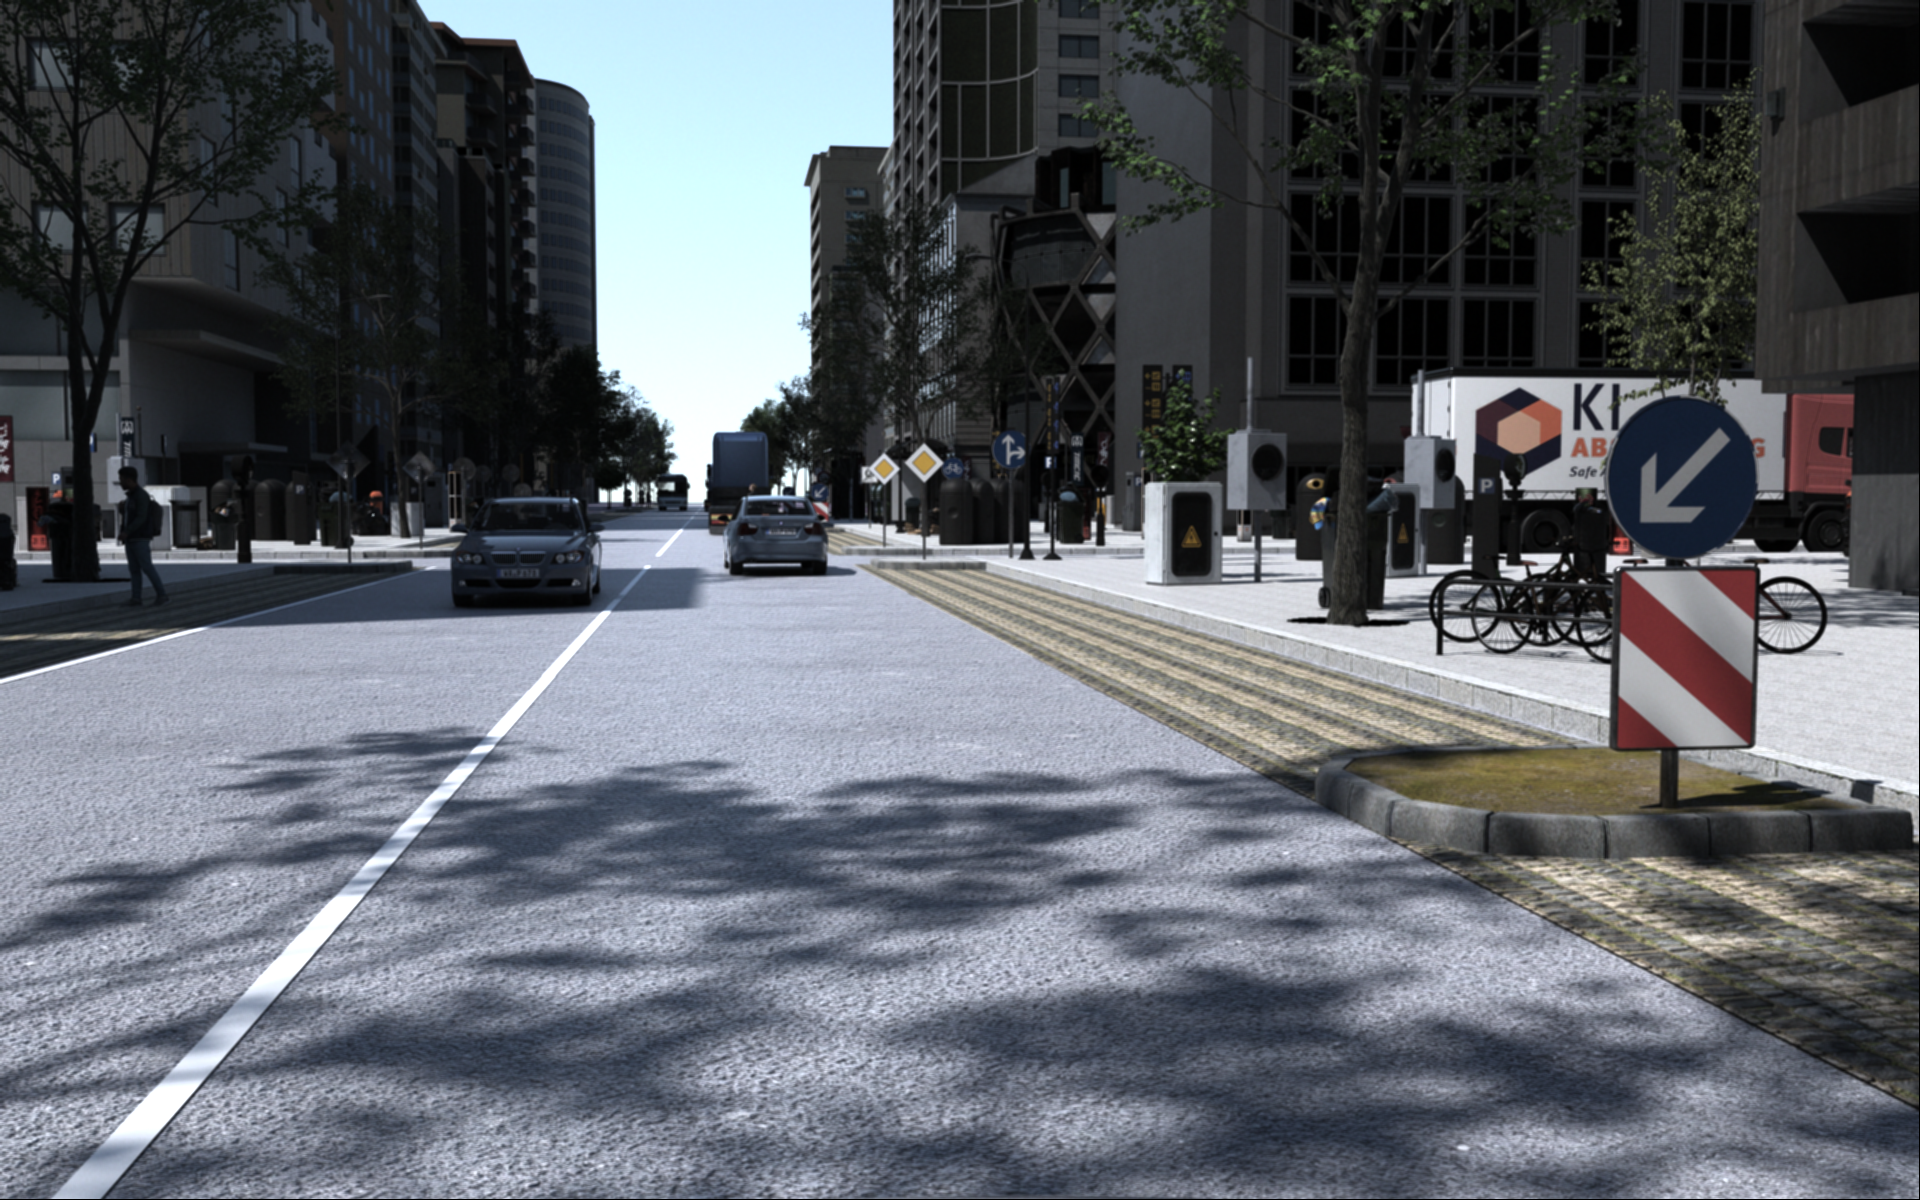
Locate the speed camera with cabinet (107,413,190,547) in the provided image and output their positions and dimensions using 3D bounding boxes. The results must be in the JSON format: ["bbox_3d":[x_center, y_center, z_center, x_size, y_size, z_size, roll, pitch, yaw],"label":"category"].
[{"bbox_3d":[-19.856,-2.939,42.387,2.038,3.252,0.660,1,4,19],"label":"speed camera with cabinet"}]

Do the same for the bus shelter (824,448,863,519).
[{"bbox_3d":[-6.158,-6.152,91.873,1.731,3.624,6.357,0,4,-8],"label":"bus shelter"}]

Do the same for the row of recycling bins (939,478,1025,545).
[{"bbox_3d":[0.662,-2.305,44.795,1.069,1.692,3.534,2,4,32],"label":"row of recycling bins"}]

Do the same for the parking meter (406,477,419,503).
[{"bbox_3d":[-18.409,-3.216,58.294,0.399,1.863,0.255,-3,4,-38],"label":"parking meter"}]

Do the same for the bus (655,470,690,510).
[{"bbox_3d":[-25.669,-9.781,154.779,2.948,3.499,13.247,-1,4,-9],"label":"bus"}]

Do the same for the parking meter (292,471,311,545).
[{"bbox_3d":[-16.567,-2.319,43.625,0.399,1.863,0.255,0,4,-4],"label":"parking meter"}]

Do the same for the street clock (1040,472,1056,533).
[{"bbox_3d":[2.926,-3.240,57.538,0.471,2.002,0.358,-2,4,-23],"label":"street clock"}]

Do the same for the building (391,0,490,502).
[{"bbox_3d":[-50.446,-26.328,122.343,32.217,40.220,23.993,0,4,-8],"label":"building"}]

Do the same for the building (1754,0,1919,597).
[{"bbox_3d":[17.863,-15.227,20.665,14.160,30.474,14.107,0,4,-8],"label":"building"}]

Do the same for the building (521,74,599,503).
[{"bbox_3d":[-62.743,-42.928,243.873,21.231,58.520,28.212,0,4,-8],"label":"building"}]

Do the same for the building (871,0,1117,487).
[{"bbox_3d":[3.216,-43.547,150.249,20.563,71.187,20.611,0,4,-8],"label":"building"}]

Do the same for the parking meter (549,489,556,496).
[{"bbox_3d":[-21.764,-5.140,92.449,0.372,1.533,0.369,0,3,0],"label":"parking meter"}]

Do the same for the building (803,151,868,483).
[{"bbox_3d":[-8.512,-41.189,262.681,28.713,52.752,27.495,0,4,-8],"label":"building"}]

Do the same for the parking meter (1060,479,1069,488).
[{"bbox_3d":[4.207,-3.887,69.266,0.399,1.863,0.255,-3,5,-43],"label":"parking meter"}]

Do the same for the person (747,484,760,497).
[{"bbox_3d":[-6.887,-3.016,58.231,0.534,1.772,0.576,1,4,18],"label":"person"}]

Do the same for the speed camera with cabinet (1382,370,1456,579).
[{"bbox_3d":[6.982,-1.999,27.027,2.038,3.252,0.660,-3,5,-45],"label":"speed camera with cabinet"}]

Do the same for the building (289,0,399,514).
[{"bbox_3d":[-40.534,-27.407,98.215,14.600,45.320,14.200,0,4,-8],"label":"building"}]

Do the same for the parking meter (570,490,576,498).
[{"bbox_3d":[-24.369,-6.157,109.085,0.372,1.533,0.369,0,3,0],"label":"parking meter"}]

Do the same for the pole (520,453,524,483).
[{"bbox_3d":[-21.747,-5.635,85.982,0.158,3.312,0.155,0,3,0],"label":"pole"}]

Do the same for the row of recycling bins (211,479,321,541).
[{"bbox_3d":[-19.299,-2.497,47.940,3.534,1.692,1.069,2,4,24],"label":"row of recycling bins"}]

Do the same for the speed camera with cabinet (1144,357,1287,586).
[{"bbox_3d":[3.657,-1.859,24.723,2.038,3.252,0.660,-2,4,-23],"label":"speed camera with cabinet"}]

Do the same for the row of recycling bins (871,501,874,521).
[{"bbox_3d":[-2.714,-4.732,84.475,3.534,1.692,1.069,-1,4,-20],"label":"row of recycling bins"}]

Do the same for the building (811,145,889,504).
[{"bbox_3d":[-9.146,-37.570,237.972,21.300,48.544,21.600,0,4,-8],"label":"building"}]

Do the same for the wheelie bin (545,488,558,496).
[{"bbox_3d":[-22.878,-5.452,97.051,0.693,1.594,0.980,-2,4,-30],"label":"wheelie bin"}]

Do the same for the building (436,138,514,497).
[{"bbox_3d":[-44.921,-22.717,143.122,14.160,30.474,14.107,0,4,-8],"label":"building"}]

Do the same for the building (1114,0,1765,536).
[{"bbox_3d":[18.533,-16.230,58.872,24.014,27.812,14.314,0,4,-8],"label":"building"}]

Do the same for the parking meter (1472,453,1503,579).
[{"bbox_3d":[7.523,-1.161,24.699,0.399,1.863,0.255,1,4,21],"label":"parking meter"}]

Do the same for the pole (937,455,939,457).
[{"bbox_3d":[-1.006,-5.284,80.241,0.158,3.312,0.155,0,3,0],"label":"pole"}]

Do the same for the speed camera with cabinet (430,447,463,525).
[{"bbox_3d":[-21.488,-4.766,72.258,2.038,3.252,0.660,3,5,42],"label":"speed camera with cabinet"}]

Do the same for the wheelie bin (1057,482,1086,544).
[{"bbox_3d":[2.866,-2.251,44.704,0.693,1.594,0.980,0,4,-8],"label":"wheelie bin"}]

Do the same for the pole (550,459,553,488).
[{"bbox_3d":[-23.404,-6.453,99.343,0.158,3.312,0.155,0,3,0],"label":"pole"}]

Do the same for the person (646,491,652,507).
[{"bbox_3d":[-31.885,-10.325,177.754,0.568,1.767,0.683,1,4,19],"label":"person"}]

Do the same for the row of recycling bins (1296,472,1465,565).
[{"bbox_3d":[7.916,-1.569,32.769,1.069,1.692,3.534,-3,5,-45],"label":"row of recycling bins"}]

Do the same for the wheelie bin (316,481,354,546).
[{"bbox_3d":[-15.330,-2.118,42.530,0.980,1.594,0.693,1,4,22],"label":"wheelie bin"}]

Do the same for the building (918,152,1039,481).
[{"bbox_3d":[3.036,-15.905,109.203,9.793,20.994,18.267,0,4,-8],"label":"building"}]

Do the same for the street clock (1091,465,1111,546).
[{"bbox_3d":[3.470,-2.334,42.728,0.471,2.002,0.358,1,4,15],"label":"street clock"}]

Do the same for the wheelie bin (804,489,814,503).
[{"bbox_3d":[-9.394,-6.170,108.787,0.693,1.594,0.980,1,4,10],"label":"wheelie bin"}]

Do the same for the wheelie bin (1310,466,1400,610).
[{"bbox_3d":[4.430,-0.698,19.317,0.980,1.594,0.693,0,4,-5],"label":"wheelie bin"}]

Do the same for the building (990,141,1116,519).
[{"bbox_3d":[9.831,-13.733,91.987,16.820,18.784,16.811,0,4,-8],"label":"building"}]

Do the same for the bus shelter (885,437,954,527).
[{"bbox_3d":[-1.587,-4.294,64.133,2.014,3.302,5.546,0,4,-8],"label":"bus shelter"}]

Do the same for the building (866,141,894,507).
[{"bbox_3d":[5.144,-29.542,174.885,32.217,40.220,23.993,0,4,-8],"label":"building"}]

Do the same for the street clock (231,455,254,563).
[{"bbox_3d":[-13.326,-1.690,32.209,0.358,2.002,0.471,0,4,3],"label":"street clock"}]

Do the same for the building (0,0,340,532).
[{"bbox_3d":[-41.234,-29.331,68.807,28.713,52.752,27.495,0,4,-8],"label":"building"}]

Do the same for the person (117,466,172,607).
[{"bbox_3d":[-10.380,-0.796,21.855,0.623,1.781,0.721,3,4,38],"label":"person"}]

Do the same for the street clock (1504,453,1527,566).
[{"bbox_3d":[9.919,-1.615,30.978,0.358,2.002,0.471,3,5,43],"label":"street clock"}]

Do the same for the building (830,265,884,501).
[{"bbox_3d":[-9.633,-27.425,220.098,14.160,30.474,14.107,0,4,-8],"label":"building"}]

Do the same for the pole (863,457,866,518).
[{"bbox_3d":[-5.225,-6.133,94.115,0.158,3.312,0.155,0,3,0],"label":"pole"}]

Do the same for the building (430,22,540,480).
[{"bbox_3d":[-51.987,-31.136,163.697,22.147,44.769,28.867,0,4,-8],"label":"building"}]

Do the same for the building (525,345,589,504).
[{"bbox_3d":[-61.564,-22.712,216.381,27.650,21.520,28.899,0,4,-8],"label":"building"}]
